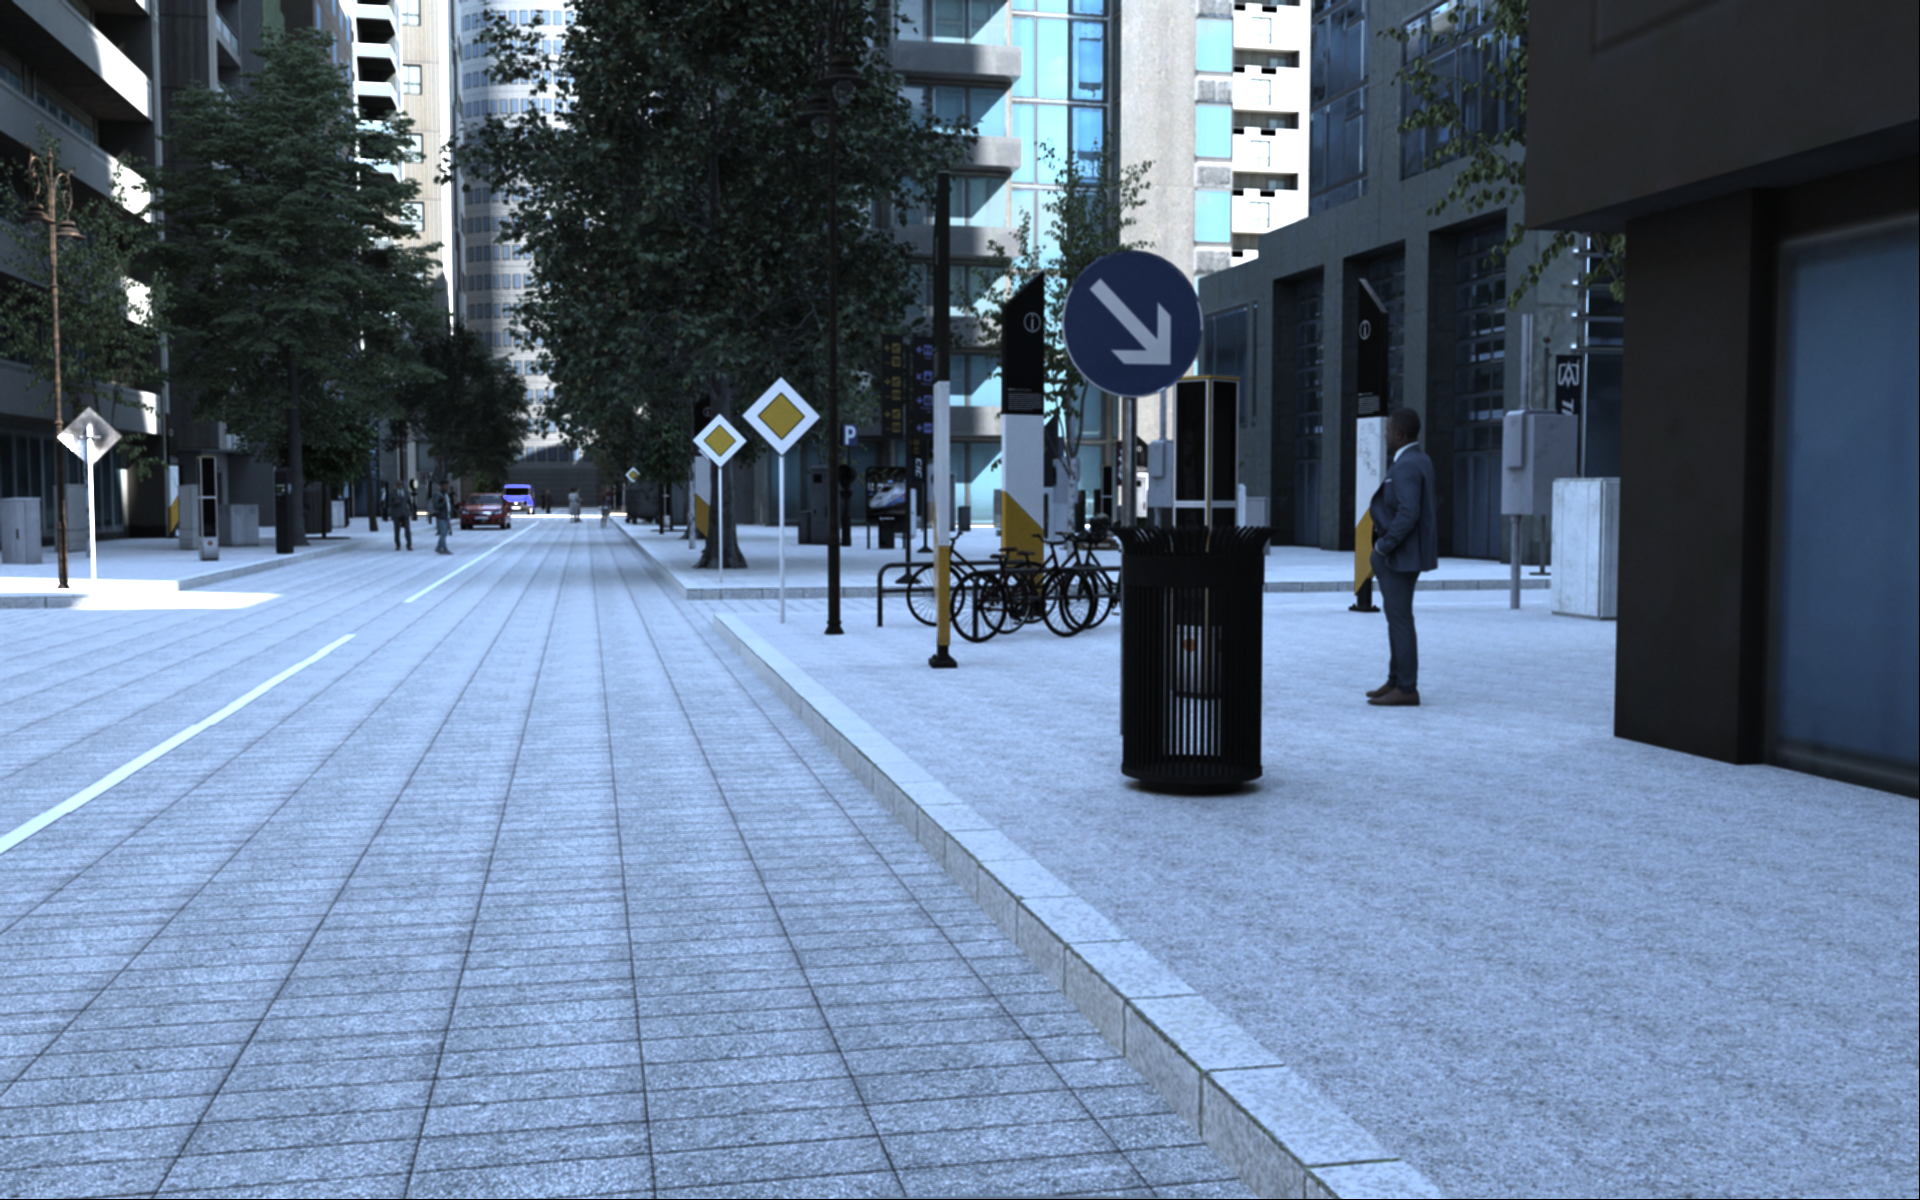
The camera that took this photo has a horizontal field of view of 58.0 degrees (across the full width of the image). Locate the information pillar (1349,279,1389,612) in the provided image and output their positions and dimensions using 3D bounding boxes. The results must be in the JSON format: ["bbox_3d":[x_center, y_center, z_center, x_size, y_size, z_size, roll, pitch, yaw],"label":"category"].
[{"bbox_3d":[4.450,-1.676,18.764,0.183,3.616,0.504,-1,4,-19],"label":"information pillar"}]

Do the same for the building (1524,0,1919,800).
[{"bbox_3d":[11.280,-21.561,2.632,14.600,45.320,14.200,-1,4,-12],"label":"building"}]

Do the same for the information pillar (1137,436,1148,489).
[{"bbox_3d":[7.143,-4.705,68.284,0.504,3.616,0.183,0,4,-2],"label":"information pillar"}]

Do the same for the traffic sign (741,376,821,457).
[{"bbox_3d":[-1.741,-0.913,17.123,0.795,2.593,0.064,-1,4,-12],"label":"traffic sign"}]

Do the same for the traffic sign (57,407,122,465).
[{"bbox_3d":[-11.639,-1.284,23.180,0.795,2.593,0.064,-1,4,-12],"label":"traffic sign"}]

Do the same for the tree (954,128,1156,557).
[{"bbox_3d":[2.162,-5.193,35.269,4.737,8.622,4.395,0,3,0],"label":"tree"}]

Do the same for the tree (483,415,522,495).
[{"bbox_3d":[-39.808,-12.180,149.511,4.360,8.622,3.978,0,3,0],"label":"tree"}]

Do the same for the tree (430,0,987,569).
[{"bbox_3d":[-4.172,-6.907,29.943,9.611,12.733,9.660,0,3,0],"label":"tree"}]

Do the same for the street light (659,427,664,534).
[{"bbox_3d":[-9.599,-5.061,55.537,0.468,5.910,1.993,-1,4,-12],"label":"street light"}]

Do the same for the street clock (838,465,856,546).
[{"bbox_3d":[-2.799,-2.322,42.527,0.471,2.002,0.358,1,4,22],"label":"street clock"}]

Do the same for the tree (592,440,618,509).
[{"bbox_3d":[-29.363,-11.960,145.908,4.737,8.622,4.395,0,3,0],"label":"tree"}]

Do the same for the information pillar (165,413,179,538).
[{"bbox_3d":[-22.856,-3.604,50.277,0.183,3.616,0.504,0,4,6],"label":"information pillar"}]

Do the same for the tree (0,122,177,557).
[{"bbox_3d":[-17.545,-5.152,34.603,4.737,8.622,4.395,0,3,0],"label":"tree"}]

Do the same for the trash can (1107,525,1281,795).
[{"bbox_3d":[1.014,0.250,7.563,0.748,1.137,0.748,0,3,0],"label":"trash can"}]

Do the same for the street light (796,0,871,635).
[{"bbox_3d":[-1.155,-2.626,15.723,0.468,5.910,1.993,-1,4,-12],"label":"street light"}]

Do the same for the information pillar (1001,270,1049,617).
[{"bbox_3d":[0.669,-1.636,18.096,0.504,3.616,0.183,-2,4,-29],"label":"information pillar"}]

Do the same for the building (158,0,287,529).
[{"bbox_3d":[-33.469,-23.253,63.788,14.154,41.232,14.086,-1,4,-12],"label":"building"}]

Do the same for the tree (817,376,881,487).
[{"bbox_3d":[-4.548,-6.738,60.536,4.737,8.622,4.395,0,3,0],"label":"tree"}]

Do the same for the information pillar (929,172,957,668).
[{"bbox_3d":[-0.137,-1.318,12.903,0.183,3.616,0.504,0,4,-5],"label":"information pillar"}]

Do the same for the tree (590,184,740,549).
[{"bbox_3d":[-6.479,-5.489,40.101,4.360,8.622,3.978,0,3,0],"label":"tree"}]

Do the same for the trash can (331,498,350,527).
[{"bbox_3d":[-23.808,-3.357,66.535,0.748,1.137,0.748,0,3,0],"label":"trash can"}]

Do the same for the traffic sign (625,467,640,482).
[{"bbox_3d":[-15.632,-5.095,83.032,0.795,2.593,0.064,-1,4,-9],"label":"traffic sign"}]

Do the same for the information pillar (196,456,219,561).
[{"bbox_3d":[-14.491,-1.766,33.362,0.304,2.012,0.304,-2,4,-34],"label":"information pillar"}]

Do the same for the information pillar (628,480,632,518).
[{"bbox_3d":[-16.890,-5.185,89.272,0.304,2.012,0.304,1,4,22],"label":"information pillar"}]

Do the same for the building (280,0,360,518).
[{"bbox_3d":[-38.041,-26.616,85.289,14.600,45.320,14.200,-1,4,-12],"label":"building"}]

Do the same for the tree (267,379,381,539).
[{"bbox_3d":[-18.239,-4.025,49.519,4.285,4.588,4.351,0,3,0],"label":"tree"}]

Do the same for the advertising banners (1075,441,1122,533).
[{"bbox_3d":[4.624,-3.718,56.980,2.074,3.025,0.090,1,4,12],"label":"advertising banners"}]

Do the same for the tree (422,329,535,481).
[{"bbox_3d":[-37.035,-13.836,132.867,9.857,13.997,8.962,0,3,0],"label":"tree"}]

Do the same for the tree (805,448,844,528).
[{"bbox_3d":[-4.835,-4.314,65.136,1.663,3.219,1.824,0,3,0],"label":"tree"}]

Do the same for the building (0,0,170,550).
[{"bbox_3d":[-31.617,-25.313,37.575,21.300,48.544,21.600,-1,4,-12],"label":"building"}]

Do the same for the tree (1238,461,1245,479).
[{"bbox_3d":[5.565,-2.801,40.398,1.663,3.219,1.824,0,3,0],"label":"tree"}]

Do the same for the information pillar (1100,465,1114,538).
[{"bbox_3d":[3.725,-2.414,43.957,0.304,2.012,0.304,0,4,-2],"label":"information pillar"}]

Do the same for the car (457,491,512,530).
[{"bbox_3d":[-19.453,-3.793,71.063,2.155,1.783,4.494,-1,4,-11],"label":"car"}]

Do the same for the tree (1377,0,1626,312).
[{"bbox_3d":[5.731,-3.904,14.200,4.737,8.622,4.395,0,3,0],"label":"tree"}]

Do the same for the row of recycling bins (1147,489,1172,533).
[{"bbox_3d":[6.755,-3.031,56.670,1.069,1.692,3.534,0,4,-4],"label":"row of recycling bins"}]

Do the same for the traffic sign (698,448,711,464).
[{"bbox_3d":[-5.129,-2.260,36.680,0.795,2.593,0.064,0,4,-3],"label":"traffic sign"}]

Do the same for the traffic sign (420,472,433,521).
[{"bbox_3d":[-25.129,-4.863,81.636,0.606,2.300,0.079,0,4,-7],"label":"traffic sign"}]

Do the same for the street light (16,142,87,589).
[{"bbox_3d":[-12.127,-3.087,23.257,0.468,5.910,1.993,-1,4,-12],"label":"street light"}]

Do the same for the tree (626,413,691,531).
[{"bbox_3d":[-10.061,-4.676,60.171,4.285,4.588,4.351,0,3,0],"label":"tree"}]

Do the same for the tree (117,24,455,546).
[{"bbox_3d":[-16.254,-7.583,42.102,7.486,12.596,7.792,0,3,0],"label":"tree"}]

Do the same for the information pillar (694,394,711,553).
[{"bbox_3d":[-5.539,-2.840,37.783,0.504,3.616,0.183,1,4,18],"label":"information pillar"}]

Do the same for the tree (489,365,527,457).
[{"bbox_3d":[-26.371,-9.457,89.028,7.601,10.594,8.767,1,4,9],"label":"tree"}]

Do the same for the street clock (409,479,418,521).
[{"bbox_3d":[-26.417,-4.847,83.813,0.358,2.002,0.471,1,4,13],"label":"street clock"}]

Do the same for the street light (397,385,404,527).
[{"bbox_3d":[-21.493,-5.738,66.598,0.468,5.910,1.993,-1,4,-12],"label":"street light"}]

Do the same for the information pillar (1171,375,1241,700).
[{"bbox_3d":[1.544,-0.393,10.915,0.304,2.012,0.304,-3,5,-43],"label":"information pillar"}]

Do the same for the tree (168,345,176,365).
[{"bbox_3d":[-27.261,-6.365,54.433,4.360,8.622,3.978,0,3,0],"label":"tree"}]

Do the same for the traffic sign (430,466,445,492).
[{"bbox_3d":[-24.261,-4.922,80.483,0.884,2.594,0.081,0,4,-4],"label":"traffic sign"}]

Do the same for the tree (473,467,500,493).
[{"bbox_3d":[-33.812,-7.788,121.940,1.663,3.219,1.824,0,3,0],"label":"tree"}]

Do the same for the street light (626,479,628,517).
[{"bbox_3d":[-18.840,-7.662,98.063,0.468,5.910,1.993,-1,4,-12],"label":"street light"}]

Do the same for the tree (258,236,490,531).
[{"bbox_3d":[-20.526,-7.636,59.267,7.601,10.594,8.767,-1,4,-20],"label":"tree"}]

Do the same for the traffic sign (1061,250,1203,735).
[{"bbox_3d":[0.896,-0.554,9.167,0.768,2.556,0.104,-1,4,-11],"label":"traffic sign"}]

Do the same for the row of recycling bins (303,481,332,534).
[{"bbox_3d":[-21.343,-3.054,57.048,1.069,1.692,3.534,-1,4,-11],"label":"row of recycling bins"}]

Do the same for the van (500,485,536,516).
[{"bbox_3d":[-29.741,-6.868,116.681,2.240,2.365,5.245,-1,4,-11],"label":"van"}]

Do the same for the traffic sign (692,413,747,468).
[{"bbox_3d":[-3.429,-1.391,24.928,0.795,2.593,0.064,-1,4,-12],"label":"traffic sign"}]

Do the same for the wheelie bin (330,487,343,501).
[{"bbox_3d":[-26.416,-3.977,72.934,0.980,1.594,0.693,0,4,2],"label":"wheelie bin"}]

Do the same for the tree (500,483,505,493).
[{"bbox_3d":[-41.903,-9.907,156.583,1.663,3.219,1.824,0,3,0],"label":"tree"}]

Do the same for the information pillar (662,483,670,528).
[{"bbox_3d":[-11.224,-3.772,66.169,0.304,2.012,0.304,-3,5,-39],"label":"information pillar"}]
